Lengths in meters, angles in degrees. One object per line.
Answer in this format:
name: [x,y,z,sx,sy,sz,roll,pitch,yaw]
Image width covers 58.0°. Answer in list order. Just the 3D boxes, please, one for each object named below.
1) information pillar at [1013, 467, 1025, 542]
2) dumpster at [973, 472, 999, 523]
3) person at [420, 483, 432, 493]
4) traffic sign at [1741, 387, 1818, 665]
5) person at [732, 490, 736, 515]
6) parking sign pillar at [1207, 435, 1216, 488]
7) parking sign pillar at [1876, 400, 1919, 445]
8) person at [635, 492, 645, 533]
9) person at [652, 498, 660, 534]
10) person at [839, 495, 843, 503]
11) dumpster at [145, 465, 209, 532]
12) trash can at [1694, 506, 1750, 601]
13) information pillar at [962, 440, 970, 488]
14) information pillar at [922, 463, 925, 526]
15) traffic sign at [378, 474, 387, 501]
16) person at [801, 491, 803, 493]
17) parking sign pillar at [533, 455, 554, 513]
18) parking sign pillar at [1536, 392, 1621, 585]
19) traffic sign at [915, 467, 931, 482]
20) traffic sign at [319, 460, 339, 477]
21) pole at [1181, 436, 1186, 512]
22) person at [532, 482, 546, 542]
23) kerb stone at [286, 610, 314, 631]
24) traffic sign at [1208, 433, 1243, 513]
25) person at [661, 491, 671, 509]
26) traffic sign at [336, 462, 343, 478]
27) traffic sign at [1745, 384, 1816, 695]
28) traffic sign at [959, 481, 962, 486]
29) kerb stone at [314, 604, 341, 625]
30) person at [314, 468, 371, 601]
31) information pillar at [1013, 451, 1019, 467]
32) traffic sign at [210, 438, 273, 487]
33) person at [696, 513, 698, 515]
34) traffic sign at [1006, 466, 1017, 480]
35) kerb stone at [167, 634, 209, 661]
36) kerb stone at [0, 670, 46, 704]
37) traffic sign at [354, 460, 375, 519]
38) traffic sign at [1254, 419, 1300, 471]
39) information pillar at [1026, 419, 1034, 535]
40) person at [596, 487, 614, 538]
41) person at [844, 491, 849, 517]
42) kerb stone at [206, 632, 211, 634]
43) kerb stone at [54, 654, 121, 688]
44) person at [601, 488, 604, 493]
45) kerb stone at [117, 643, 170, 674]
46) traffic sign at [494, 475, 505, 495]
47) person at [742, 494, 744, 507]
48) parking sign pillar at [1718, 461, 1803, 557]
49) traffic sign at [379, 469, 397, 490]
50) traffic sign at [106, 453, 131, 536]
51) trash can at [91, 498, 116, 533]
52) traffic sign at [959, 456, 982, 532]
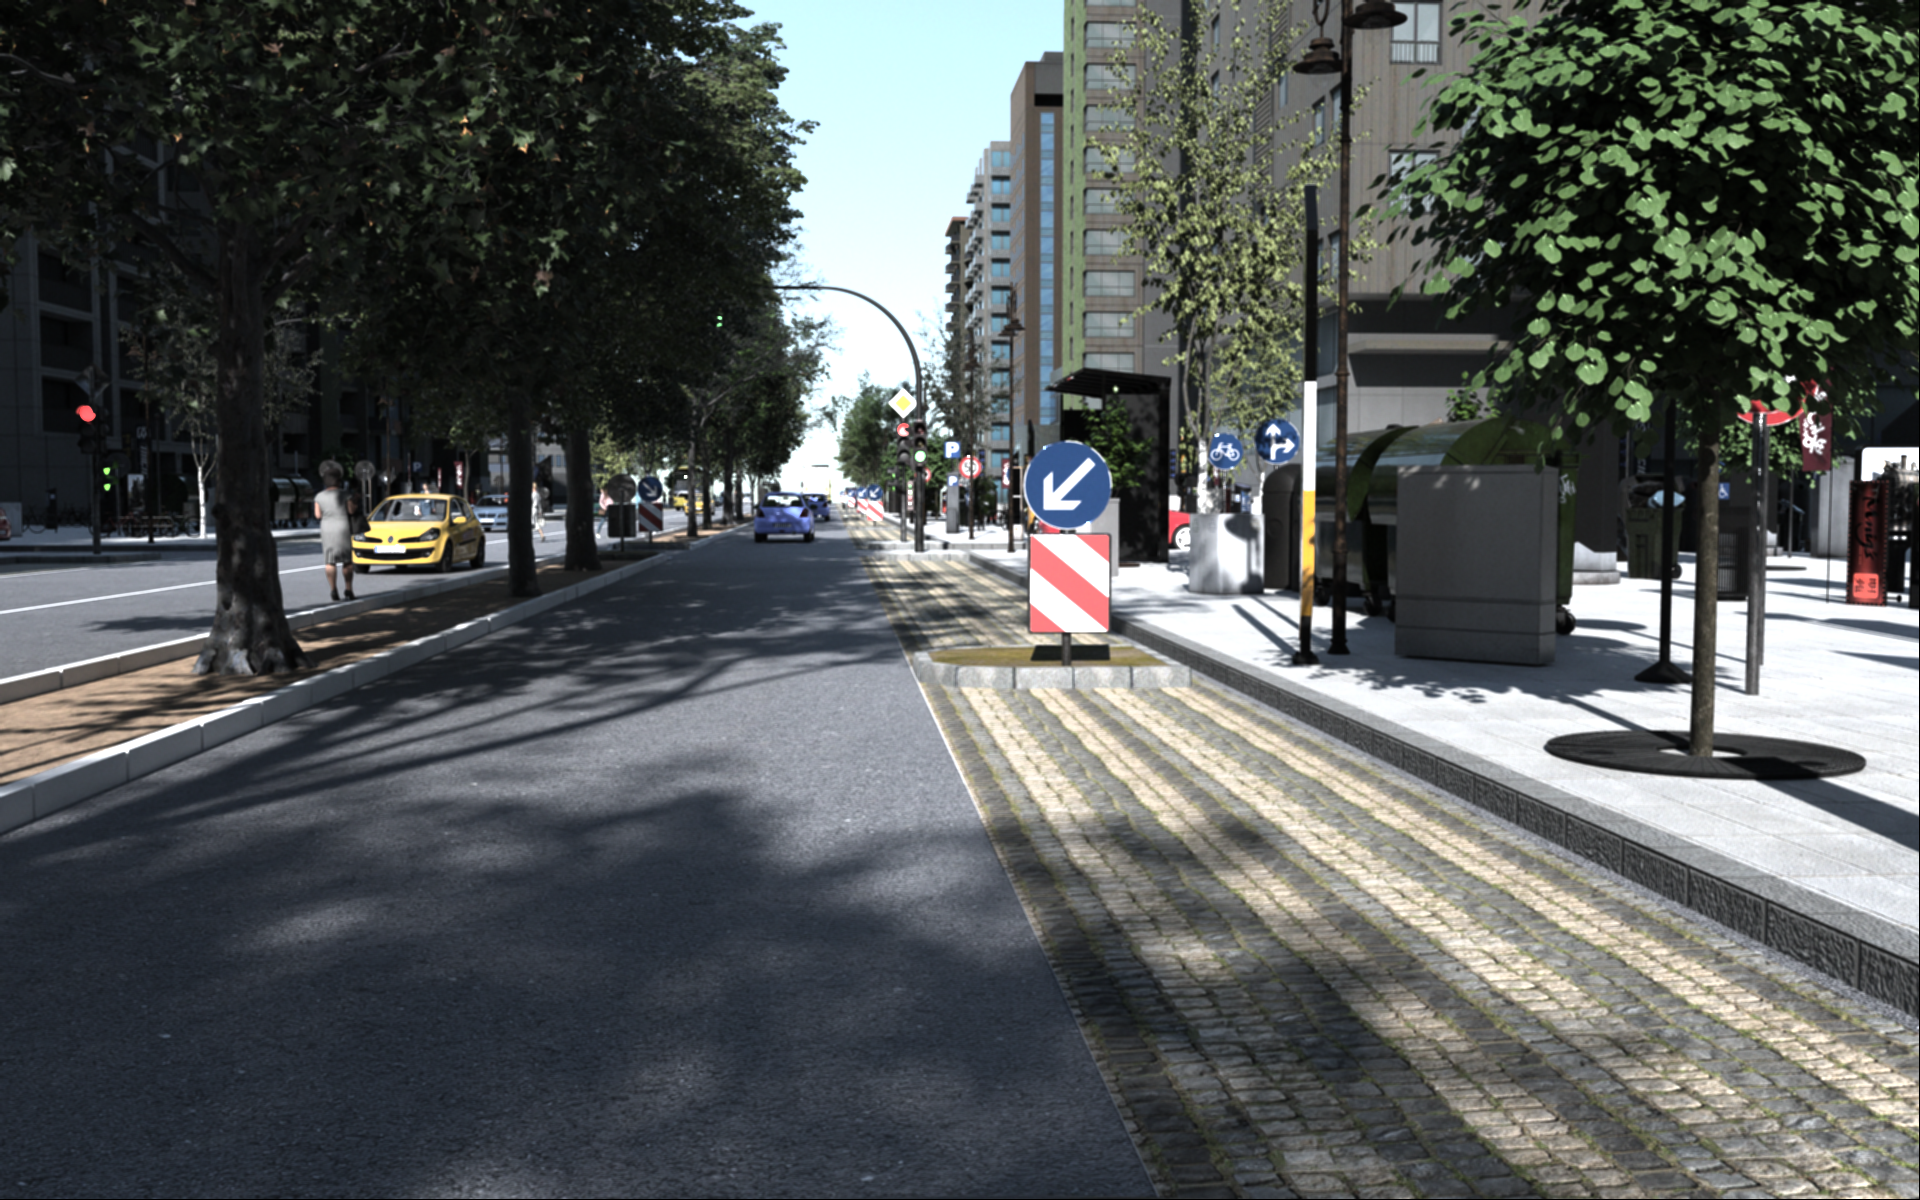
information pillar: [1.565,-2.591,46.859,0.304,2.012,0.304,1,4,17]
dumpster: [0.884,-4.464,75.484,1.502,2.255,1.985,0,4,-4]
person: [-18.741,-3.199,60.828,0.581,1.822,0.654,-1,4,-15]
traffic sign: [5.987,-0.784,12.924,0.768,2.556,0.104,0,4,1]
person: [-15.146,-6.658,117.544,0.709,1.800,0.728,-1,4,-23]
parking sign pillar: [11.303,-5.516,78.651,1.447,3.967,1.447,1,4,16]
parking sign pillar: [26.941,-3.755,49.869,1.447,3.967,1.447,-1,4,-19]
person: [-11.840,-3.383,63.676,0.748,1.841,0.638,0,4,-3]
person: [-10.981,-3.250,62.308,0.731,1.740,0.598,2,4,27]
person: [-18.217,-15.952,269.274,1.348,1.831,0.705,2,4,34]
dumpster: [-26.559,-3.435,58.657,1.502,2.255,1.985,0,4,-4]
trash can: [9.246,-0.564,20.879,0.748,1.137,0.748,0,3,0]
information pillar: [0.302,-4.885,71.221,0.504,3.616,0.183,2,4,29]
information pillar: [-1.597,-4.825,70.235,0.183,3.616,0.504,2,4,24]
traffic sign: [-29.133,-5.225,87.563,0.606,2.300,0.079,0,4,4]
person: [-14.751,-9.313,161.700,0.436,1.711,0.756,-3,5,-40]
parking sign pillar: [-28.548,-7.953,118.507,1.447,3.967,1.447,0,4,-3]
parking sign pillar: [8.810,-2.234,25.004,1.447,3.967,1.447,-3,5,-41]
traffic sign: [-1.713,-4.893,80.099,0.768,2.556,0.104,0,4,-1]
traffic sign: [-23.451,-3.932,64.390,0.768,2.556,0.104,0,4,1]
pole: [7.529,-3.945,58.337,0.158,3.312,0.155,0,3,0]
person: [-12.603,-2.594,51.262,0.624,1.780,0.694,2,4,28]
kerb stone: [-7.049,0.240,18.269,0.120,0.150,1.000,0,4,-4]
traffic sign: [5.540,-2.214,36.306,0.768,2.556,0.104,0,4,-1]
person: [-28.309,-9.588,165.979,1.217,1.735,0.721,-2,4,-24]
traffic sign: [-24.561,-4.147,67.909,0.768,2.556,0.104,0,4,0]
traffic sign: [5.063,-0.666,10.993,0.768,2.556,0.104,0,4,4]
traffic sign: [0.133,-6.893,112.703,0.884,2.594,0.081,0,4,4]
kerb stone: [-7.123,0.178,19.289,0.120,0.150,1.000,0,4,-4]
person: [-8.293,-0.886,23.342,0.716,1.782,0.532,0,4,-5]
information pillar: [2.964,-6.258,93.670,0.504,3.616,0.183,2,4,26]
traffic sign: [-25.818,-4.181,62.229,2.265,3.308,0.079,0,4,3]
person: [-18.220,-6.624,118.617,0.589,1.601,0.330,1,4,15]
traffic sign: [2.477,-4.807,78.702,0.768,2.556,0.104,0,4,4]
kerb stone: [-6.829,0.432,15.202,0.120,0.150,1.000,0,4,-4]
kerb stone: [-6.590,0.618,12.138,0.120,0.150,1.000,0,4,-4]
traffic sign: [-22.412,-3.983,65.220,0.768,2.556,0.104,0,4,-1]
traffic sign: [5.371,-1.794,29.431,0.768,2.556,0.104,0,4,5]
information pillar: [2.213,-3.826,53.918,0.183,3.616,0.504,-1,4,-11]
person: [-11.578,-2.899,56.493,0.643,1.750,0.593,3,5,45]
person: [-7.024,-5.923,107.146,0.330,1.601,0.589,0,4,5]
kerb stone: [-6.900,0.365,16.222,0.120,0.150,1.000,0,4,-4]
kerb stone: [-6.662,0.552,13.164,0.120,0.150,1.000,0,4,-4]
person: [-23.024,-6.245,110.872,0.573,1.790,0.520,-2,4,-28]
kerb stone: [-6.742,0.490,14.183,0.120,0.150,1.000,0,4,-4]
traffic sign: [-31.372,-7.206,117.928,0.768,2.556,0.104,0,4,1]
person: [-24.175,-11.198,191.678,0.705,1.812,1.348,1,4,11]
parking sign pillar: [16.410,-2.912,36.088,1.447,3.967,1.447,-1,4,-21]
traffic sign: [-25.365,-4.625,76.808,0.795,2.450,0.064,0,4,0]
traffic sign: [-25.879,-3.250,53.244,0.768,2.556,0.104,0,4,-3]
trash can: [-28.241,-2.783,57.163,0.748,1.137,0.748,0,3,0]
traffic sign: [0.340,-3.536,57.913,0.768,2.556,0.104,0,4,0]
